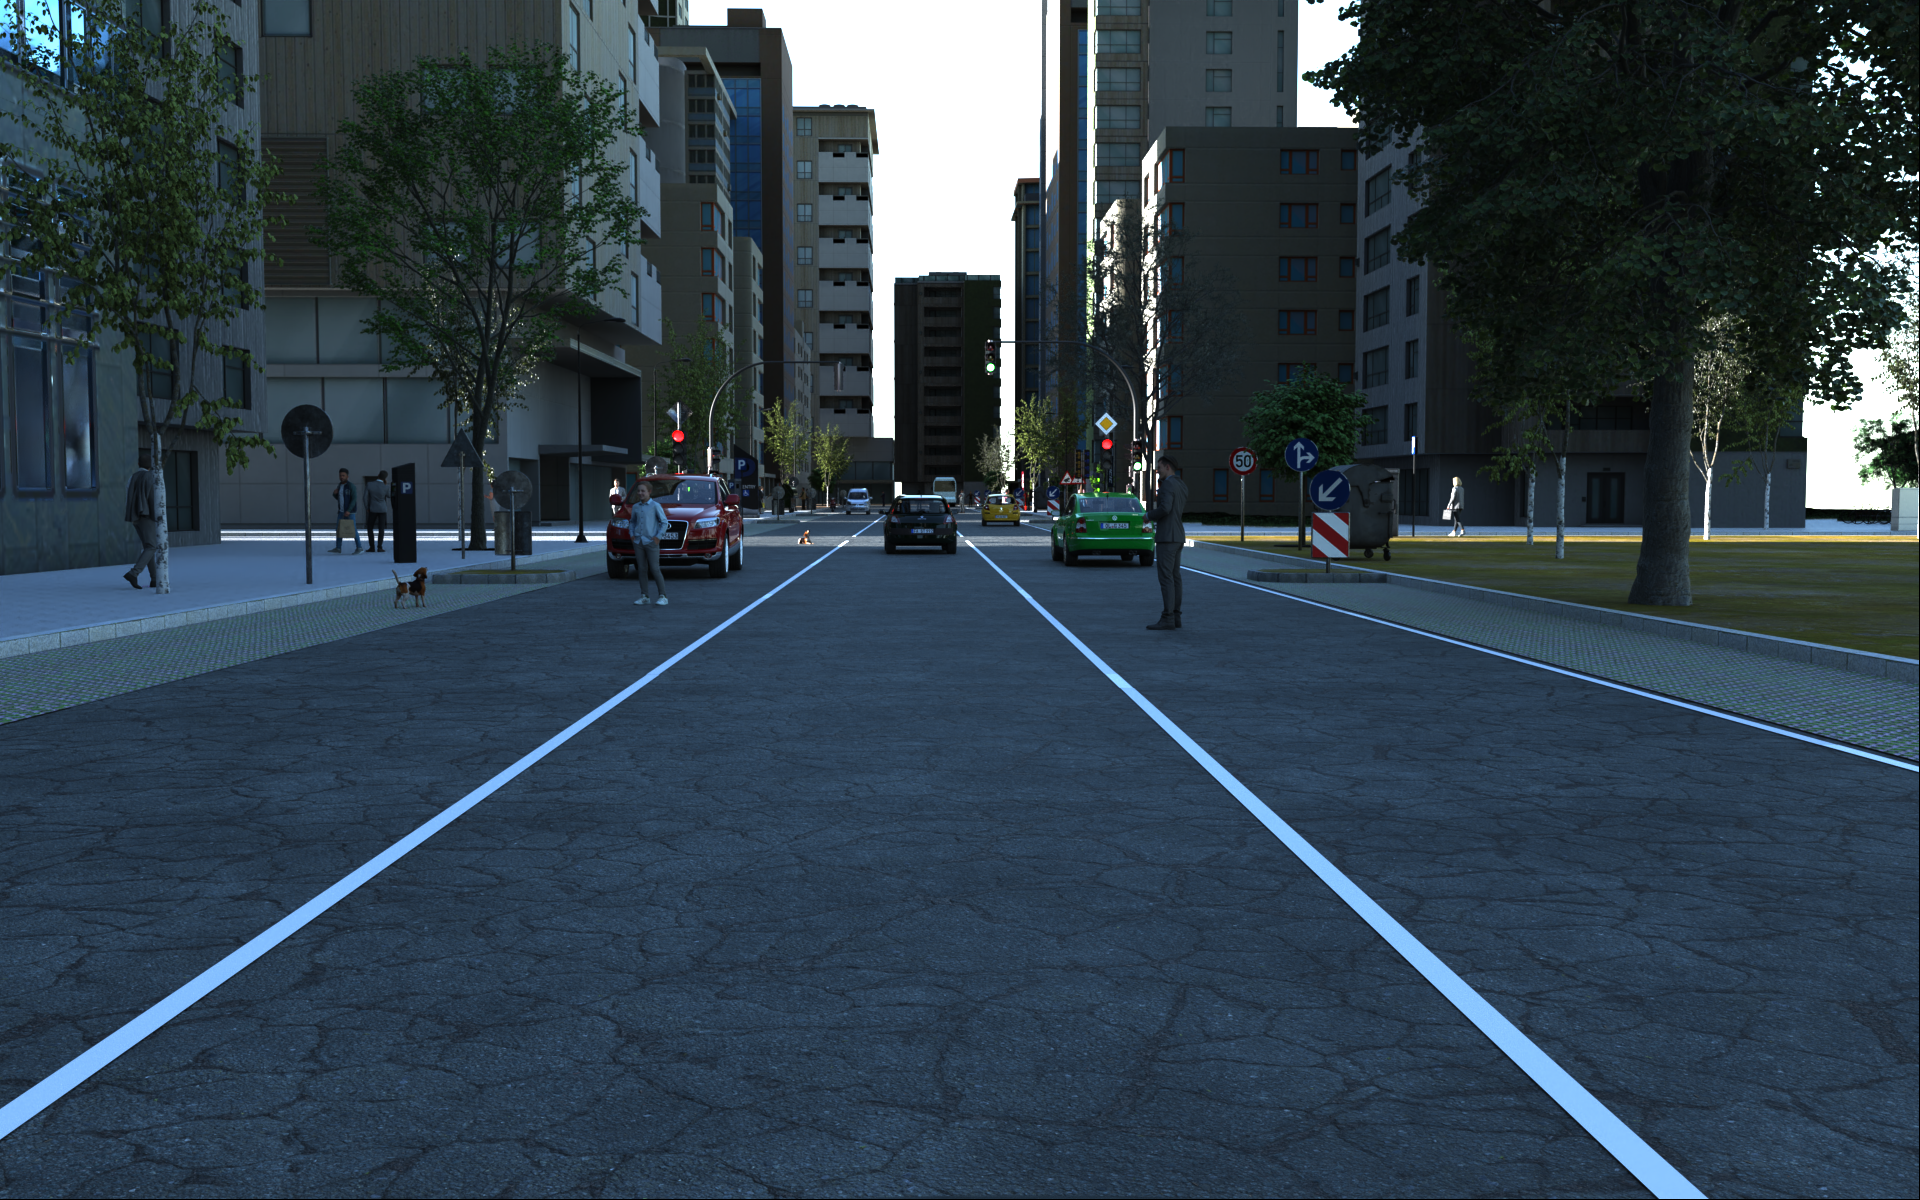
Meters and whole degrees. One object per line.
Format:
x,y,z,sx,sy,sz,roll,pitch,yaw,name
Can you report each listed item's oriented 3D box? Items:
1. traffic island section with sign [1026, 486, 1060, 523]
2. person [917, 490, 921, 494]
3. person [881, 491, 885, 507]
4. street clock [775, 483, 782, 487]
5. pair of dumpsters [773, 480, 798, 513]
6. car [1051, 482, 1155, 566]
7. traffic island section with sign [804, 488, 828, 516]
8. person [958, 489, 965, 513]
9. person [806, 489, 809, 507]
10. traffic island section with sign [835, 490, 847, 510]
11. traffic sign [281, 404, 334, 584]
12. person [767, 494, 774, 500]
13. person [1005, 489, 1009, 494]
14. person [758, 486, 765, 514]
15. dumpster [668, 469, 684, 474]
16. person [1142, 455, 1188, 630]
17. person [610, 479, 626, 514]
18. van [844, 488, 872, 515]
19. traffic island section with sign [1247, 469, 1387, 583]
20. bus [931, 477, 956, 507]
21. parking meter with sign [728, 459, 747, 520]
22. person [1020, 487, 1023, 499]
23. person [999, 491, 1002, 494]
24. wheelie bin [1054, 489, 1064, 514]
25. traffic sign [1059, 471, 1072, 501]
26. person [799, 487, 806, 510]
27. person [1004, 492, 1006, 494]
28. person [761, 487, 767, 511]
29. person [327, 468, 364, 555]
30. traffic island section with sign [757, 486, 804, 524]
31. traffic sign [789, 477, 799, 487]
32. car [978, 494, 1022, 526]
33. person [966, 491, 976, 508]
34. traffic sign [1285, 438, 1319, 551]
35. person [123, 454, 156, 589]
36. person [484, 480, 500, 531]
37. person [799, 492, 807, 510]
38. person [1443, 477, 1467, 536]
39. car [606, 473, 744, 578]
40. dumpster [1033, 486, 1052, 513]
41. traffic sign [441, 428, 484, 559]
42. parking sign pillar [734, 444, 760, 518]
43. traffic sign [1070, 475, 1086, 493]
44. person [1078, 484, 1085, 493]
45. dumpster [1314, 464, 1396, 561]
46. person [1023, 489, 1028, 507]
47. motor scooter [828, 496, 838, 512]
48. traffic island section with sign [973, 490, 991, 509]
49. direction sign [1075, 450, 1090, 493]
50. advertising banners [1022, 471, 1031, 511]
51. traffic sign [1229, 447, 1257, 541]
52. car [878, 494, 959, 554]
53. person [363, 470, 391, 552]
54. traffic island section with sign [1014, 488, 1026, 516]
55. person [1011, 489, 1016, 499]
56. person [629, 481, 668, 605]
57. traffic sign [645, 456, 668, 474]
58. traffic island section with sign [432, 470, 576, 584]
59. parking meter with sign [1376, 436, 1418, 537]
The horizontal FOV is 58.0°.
4.394,-4.653,84.712,1.989,1.847,2.006,0,4,-1,traffic island section with sign
-3.638,-8.961,155.031,1.348,1.822,0.705,0,4,1,person
-8.894,-11.625,199.009,0.568,1.767,0.683,0,4,-2,person
-11.902,-6.670,113.626,0.471,2.002,0.358,-1,4,-22,street clock
-12.144,-7.182,119.913,1.574,2.255,4.437,0,4,-1,pair of dumpsters
2.912,-1.654,35.847,1.959,1.807,4.718,0,4,-2,car
-9.522,-6.303,111.681,1.989,1.847,2.006,0,4,-1,traffic island section with sign
0.107,-7.455,130.576,0.511,1.800,0.466,2,4,35,person
-14.832,-9.889,167.821,0.705,1.812,1.348,-1,4,-8,person
-10.784,-9.322,161.044,1.989,1.847,2.006,0,4,-1,traffic island section with sign
-9.290,-1.501,24.654,0.768,2.556,0.104,0,4,4,traffic sign
-14.596,-8.000,136.849,1.348,1.823,0.705,0,4,-7,person
2.496,-5.230,94.854,0.643,1.720,0.563,-1,4,-22,person
-13.112,-6.346,110.016,1.509,1.804,0.699,-2,4,-26,person
-10.773,-3.885,66.008,1.502,2.255,1.985,0,4,-1,dumpster
2.170,-0.624,18.516,0.447,1.846,0.655,2,4,23,person
-11.660,-3.219,58.877,0.606,1.804,0.583,0,4,6,person
-7.144,-7.011,121.646,2.013,2.044,4.112,0,4,-2,van
5.832,-1.226,28.669,1.989,1.847,2.006,0,4,-1,traffic island section with sign
-1.807,-12.364,197.005,2.948,3.499,13.247,0,4,-1,bus
-11.208,-5.486,85.959,0.543,3.016,1.738,1,4,21,parking meter with sign
4.994,-8.301,141.744,0.705,1.826,1.348,1,4,9,person
4.216,-10.482,178.893,0.415,1.643,0.593,1,4,16,person
6.054,-6.018,106.301,0.693,1.594,0.980,0,4,-7,wheelie bin
5.890,-5.821,95.183,0.884,2.594,0.081,0,4,4,traffic sign
-12.543,-8.090,138.405,0.705,1.812,1.348,1,4,11,person
5.022,-11.044,186.486,0.709,1.838,0.599,-1,4,-10,person
-14.957,-7.666,131.161,0.755,1.850,0.659,2,4,27,person
-12.875,-1.855,36.357,0.713,1.824,0.794,-3,5,-41,person
-8.819,-4.637,84.435,1.989,1.847,2.006,0,4,-1,traffic island section with sign
-12.147,-7.733,126.537,0.768,2.556,0.104,0,4,3,traffic sign
1.830,-4.170,78.405,2.015,1.641,3.980,0,4,0,car
1.144,-10.670,183.475,1.217,1.766,0.721,-1,4,-9,person
7.735,-2.398,39.313,0.768,2.556,0.104,0,4,-1,traffic sign
-11.066,-1.066,23.577,0.679,1.850,0.850,1,4,20,person
-16.284,-3.311,60.530,0.532,1.782,0.716,1,4,21,person
-12.796,-8.294,142.372,0.721,1.735,1.217,3,5,42,person
15.077,-2.839,52.641,0.709,1.800,0.728,-2,4,-35,person
-5.056,-1.377,31.186,2.281,1.827,5.304,0,4,-3,car
5.709,-6.962,119.592,1.264,1.857,1.865,0,4,-1,dumpster
-9.818,-2.090,34.169,0.884,2.594,0.081,0,4,6,traffic sign
-11.427,-6.361,92.477,1.447,3.967,1.447,0,4,-4,parking sign pillar
6.243,-5.606,91.656,0.884,2.594,0.081,0,4,0,traffic sign
6.350,-5.082,89.141,0.555,1.821,0.388,3,5,40,person
7.719,-1.721,33.902,1.264,1.857,1.865,0,4,-1,dumpster
6.722,-10.476,177.282,0.705,1.831,1.348,-1,4,-23,person
-10.244,-7.761,139.665,0.815,1.314,1.986,0,4,-1,motor scooter
2.437,-9.342,161.372,1.989,1.847,2.006,0,4,-1,traffic island section with sign
6.230,-5.887,88.241,0.876,3.537,0.379,-2,4,-29,direction sign
5.015,-8.301,131.914,0.090,3.025,2.074,-1,4,-15,advertising banners
7.656,-2.861,46.882,0.768,2.556,0.104,0,4,3,traffic sign
-1.008,-2.021,42.835,2.009,1.686,4.222,0,4,-3,car
-12.895,-1.963,38.324,0.592,1.802,0.473,0,4,-3,person
3.682,-6.371,112.794,1.989,1.847,2.006,0,4,-1,traffic island section with sign
5.093,-9.682,165.060,1.217,1.735,0.721,1,4,10,person
-4.068,-0.744,22.473,0.589,1.601,0.330,2,4,29,person
-10.197,-3.552,58.186,0.768,2.556,0.104,0,3,0,traffic sign
-7.384,-1.206,28.341,1.989,1.847,2.006,0,4,-1,traffic island section with sign
12.859,-3.424,52.250,1.738,3.016,0.543,0,4,6,parking meter with sign
